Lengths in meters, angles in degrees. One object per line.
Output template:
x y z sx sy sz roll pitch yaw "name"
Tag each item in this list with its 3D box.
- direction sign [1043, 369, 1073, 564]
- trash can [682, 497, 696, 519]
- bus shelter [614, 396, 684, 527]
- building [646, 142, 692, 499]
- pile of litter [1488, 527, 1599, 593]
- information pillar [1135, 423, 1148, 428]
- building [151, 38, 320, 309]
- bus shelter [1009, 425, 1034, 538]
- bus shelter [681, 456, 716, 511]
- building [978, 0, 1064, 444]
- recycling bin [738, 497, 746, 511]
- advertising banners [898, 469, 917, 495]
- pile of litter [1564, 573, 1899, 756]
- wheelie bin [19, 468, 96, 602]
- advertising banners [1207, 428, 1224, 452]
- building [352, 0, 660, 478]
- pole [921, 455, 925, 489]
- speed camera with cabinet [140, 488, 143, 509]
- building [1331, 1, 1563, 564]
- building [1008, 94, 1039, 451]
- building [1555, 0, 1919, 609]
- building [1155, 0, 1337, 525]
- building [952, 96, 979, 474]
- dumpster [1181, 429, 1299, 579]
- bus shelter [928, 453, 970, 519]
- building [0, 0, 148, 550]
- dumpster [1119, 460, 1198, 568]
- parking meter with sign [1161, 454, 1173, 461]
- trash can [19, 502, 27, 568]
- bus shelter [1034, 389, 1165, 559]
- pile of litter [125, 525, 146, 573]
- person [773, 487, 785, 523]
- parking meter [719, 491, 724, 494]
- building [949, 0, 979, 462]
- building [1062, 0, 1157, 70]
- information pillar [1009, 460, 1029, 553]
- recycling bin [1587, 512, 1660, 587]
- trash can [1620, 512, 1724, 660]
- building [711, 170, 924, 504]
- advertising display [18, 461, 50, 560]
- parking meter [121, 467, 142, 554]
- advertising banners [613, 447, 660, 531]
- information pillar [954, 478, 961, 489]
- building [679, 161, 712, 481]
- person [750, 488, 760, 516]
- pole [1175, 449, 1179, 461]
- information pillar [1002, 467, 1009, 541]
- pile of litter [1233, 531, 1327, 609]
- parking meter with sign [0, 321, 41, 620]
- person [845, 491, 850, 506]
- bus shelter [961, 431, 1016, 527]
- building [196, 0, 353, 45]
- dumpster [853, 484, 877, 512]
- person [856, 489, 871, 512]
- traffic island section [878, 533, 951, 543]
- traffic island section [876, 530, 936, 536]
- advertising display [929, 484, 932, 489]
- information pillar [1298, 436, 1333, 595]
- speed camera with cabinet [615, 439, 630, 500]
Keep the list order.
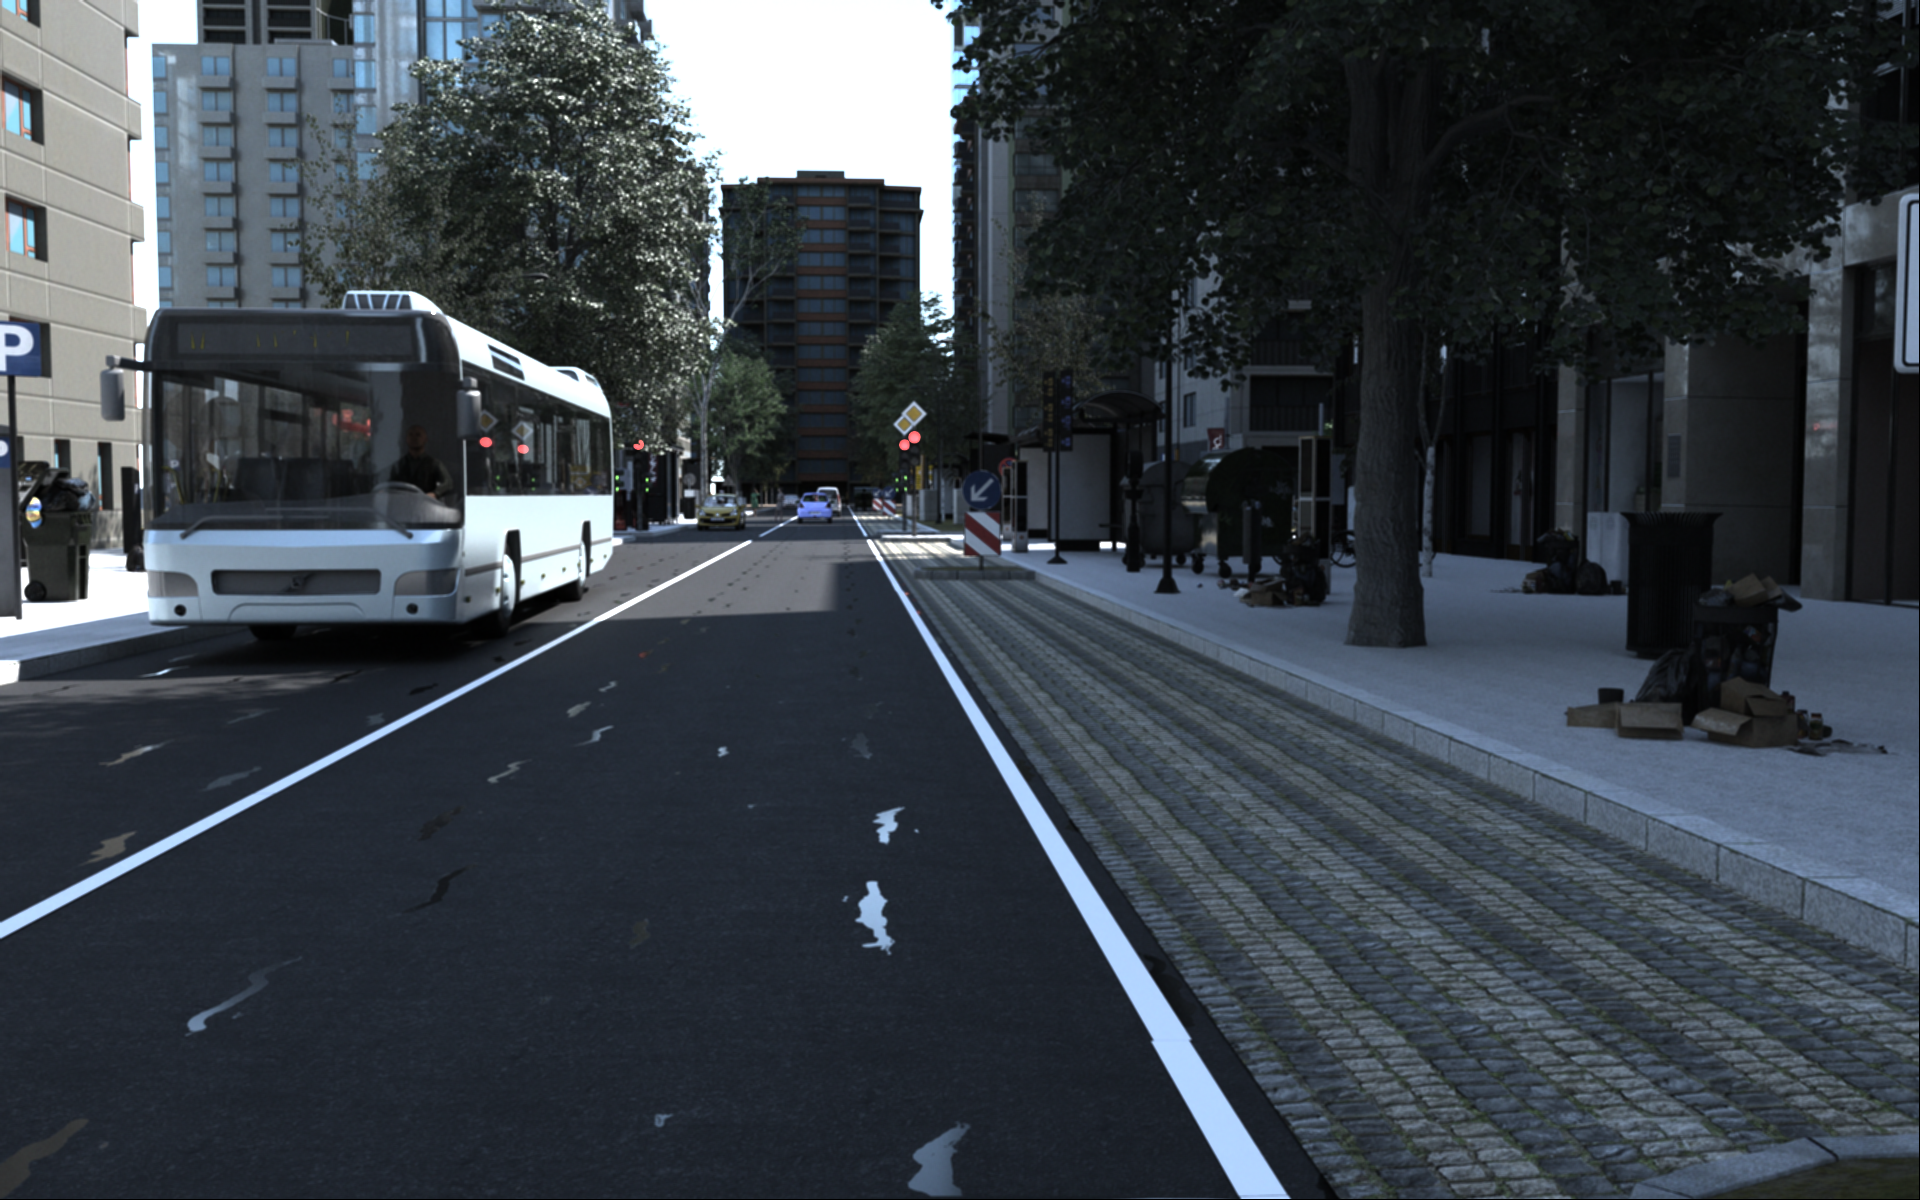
1.795 -2.440 31.895 0.379 3.537 0.876 -2 4 -33 "direction sign"
-13.679 -4.642 87.551 0.748 1.137 0.748 0 3 0 "trash can"
-12.916 -5.764 71.865 2.179 5.291 8.768 0 4 -4 "bus shelter"
-40.980 -30.113 184.221 23.993 40.220 32.217 0 4 -4 "building"
7.819 -0.520 22.475 1.176 0.858 1.719 -3 5 -45 "pile of litter"
5.022 -3.466 48.017 0.183 3.616 0.504 -2 4 -33 "information pillar"
-68.836 -34.616 185.583 30.456 49.044 23.786 0 4 -4 "building"
2.603 -3.293 47.758 2.014 3.302 5.546 0 4 -4 "bus shelter"
-16.600 -7.281 110.333 1.731 3.624 6.357 0 4 -4 "bus shelter"
12.223 -37.841 160.702 21.231 58.520 28.212 0 4 -4 "building"
-16.579 -7.216 130.532 0.722 1.027 0.722 2 4 24 "recycling bin"
-2.913 -6.875 108.591 2.074 3.025 0.090 1 4 13 "advertising banners"
4.003 0.291 9.200 1.176 0.858 1.719 -1 4 -17 "pile of litter"
-10.858 -0.794 20.888 0.693 1.594 0.980 0 4 -6 "wheelie bin"
7.460 -3.014 45.472 2.074 3.025 0.090 2 4 28 "advertising banners"
-37.773 -32.291 147.563 23.786 49.044 30.456 0 4 -4 "building"
-1.926 -5.881 89.995 0.158 3.312 0.155 0 3 0 "pole"
-24.161 -3.445 50.659 0.660 3.252 2.038 -3 5 -40 "speed camera with cabinet"
16.381 -12.690 37.156 12.332 23.373 15.834 0 4 -4 "building"
10.367 -21.861 129.136 14.160 30.474 14.107 0 4 -4 "building"
20.606 -12.670 11.667 19.350 26.468 34.151 0 4 -4 "building"
20.960 -39.171 78.705 20.611 71.187 20.563 0 4 -4 "building"
10.586 -32.724 189.664 22.147 44.769 28.867 0 4 -4 "building"
4.373 -1.499 27.002 1.502 2.255 1.985 0 4 -4 "dumpster"
-0.500 -5.705 87.198 2.014 3.302 5.546 0 4 -4 "bus shelter"
-33.675 -11.192 28.027 28.899 21.520 27.650 0 4 -4 "building"
3.570 -1.519 30.592 1.264 1.857 1.865 0 4 -4 "dumpster"
8.907 -4.837 75.347 0.543 3.016 1.738 0 4 1 "parking meter with sign"
-16.537 -1.143 30.348 0.748 1.137 0.748 0 3 0 "trash can"
2.923 -2.594 36.330 2.014 3.302 5.546 0 4 -4 "bus shelter"
-13.240 -0.922 29.034 1.176 0.858 1.719 1 4 22 "pile of litter"
-9.065 -4.764 86.730 0.599 1.781 0.374 3 4 37 "person"
-17.141 -7.113 124.700 0.372 1.533 0.369 0 3 0 "parking meter"
10.389 -56.548 237.230 31.000 86.520 22.319 0 4 -4 "building"
12.535 -20.046 99.446 14.160 30.474 14.107 0 4 -4 "building"
1.314 -2.048 37.979 0.304 2.012 0.304 -1 4 -14 "information pillar"
9.273 -0.713 24.213 0.722 1.027 0.722 -1 4 -17 "recycling bin"
5.527 -0.113 13.495 0.748 1.137 0.748 0 3 0 "trash can"
-19.608 -35.608 236.816 28.867 44.769 22.147 0 4 -4 "building"
-18.255 -1.754 33.891 0.974 1.923 0.123 1 4 11 "advertising display"
-17.893 -1.939 37.417 0.255 1.863 0.399 0 4 0 "parking meter"
-12.082 -4.187 64.644 2.074 3.025 0.090 1 4 22 "advertising banners"
-0.097 -4.476 77.676 0.304 2.012 0.304 0 4 5 "information pillar"
-40.819 -35.551 231.363 14.200 45.320 14.600 0 4 -4 "building"
-13.175 -6.257 111.045 0.600 1.795 0.529 0 4 5 "person"
9.823 -5.176 78.474 0.158 3.312 0.155 0 3 0 "pole"
1.351 -2.612 47.203 0.304 2.012 0.304 2 4 28 "information pillar"
3.738 -0.384 20.247 1.176 0.858 1.719 2 4 34 "pile of litter"
-10.177 -1.338 18.141 1.738 3.016 0.543 3 5 45 "parking meter with sign"
-13.650 -12.306 209.800 0.705 1.812 1.348 1 4 22 "person"
1.102 -4.668 67.597 1.731 3.624 6.357 0 4 -4 "bus shelter"
-87.274 -48.443 230.287 20.611 71.187 20.563 0 4 -4 "building"
-7.766 -8.411 142.478 1.985 2.255 1.502 0 4 -5 "dumpster"
-7.694 -7.994 138.832 1.348 1.869 0.705 -3 4 -37 "person"
-1.360 -1.835 52.281 2.009 0.180 2.903 0 4 -4 "traffic island section"
-1.908 -2.322 60.247 2.009 0.180 2.903 0 4 -4 "traffic island section"
-1.510 -6.268 107.697 0.974 1.923 0.123 -3 5 -43 "advertising display"
4.533 -1.078 22.121 0.304 2.012 0.304 -2 4 -29 "information pillar"
-12.939 -4.187 62.797 2.038 3.252 0.660 2 4 28 "speed camera with cabinet"
